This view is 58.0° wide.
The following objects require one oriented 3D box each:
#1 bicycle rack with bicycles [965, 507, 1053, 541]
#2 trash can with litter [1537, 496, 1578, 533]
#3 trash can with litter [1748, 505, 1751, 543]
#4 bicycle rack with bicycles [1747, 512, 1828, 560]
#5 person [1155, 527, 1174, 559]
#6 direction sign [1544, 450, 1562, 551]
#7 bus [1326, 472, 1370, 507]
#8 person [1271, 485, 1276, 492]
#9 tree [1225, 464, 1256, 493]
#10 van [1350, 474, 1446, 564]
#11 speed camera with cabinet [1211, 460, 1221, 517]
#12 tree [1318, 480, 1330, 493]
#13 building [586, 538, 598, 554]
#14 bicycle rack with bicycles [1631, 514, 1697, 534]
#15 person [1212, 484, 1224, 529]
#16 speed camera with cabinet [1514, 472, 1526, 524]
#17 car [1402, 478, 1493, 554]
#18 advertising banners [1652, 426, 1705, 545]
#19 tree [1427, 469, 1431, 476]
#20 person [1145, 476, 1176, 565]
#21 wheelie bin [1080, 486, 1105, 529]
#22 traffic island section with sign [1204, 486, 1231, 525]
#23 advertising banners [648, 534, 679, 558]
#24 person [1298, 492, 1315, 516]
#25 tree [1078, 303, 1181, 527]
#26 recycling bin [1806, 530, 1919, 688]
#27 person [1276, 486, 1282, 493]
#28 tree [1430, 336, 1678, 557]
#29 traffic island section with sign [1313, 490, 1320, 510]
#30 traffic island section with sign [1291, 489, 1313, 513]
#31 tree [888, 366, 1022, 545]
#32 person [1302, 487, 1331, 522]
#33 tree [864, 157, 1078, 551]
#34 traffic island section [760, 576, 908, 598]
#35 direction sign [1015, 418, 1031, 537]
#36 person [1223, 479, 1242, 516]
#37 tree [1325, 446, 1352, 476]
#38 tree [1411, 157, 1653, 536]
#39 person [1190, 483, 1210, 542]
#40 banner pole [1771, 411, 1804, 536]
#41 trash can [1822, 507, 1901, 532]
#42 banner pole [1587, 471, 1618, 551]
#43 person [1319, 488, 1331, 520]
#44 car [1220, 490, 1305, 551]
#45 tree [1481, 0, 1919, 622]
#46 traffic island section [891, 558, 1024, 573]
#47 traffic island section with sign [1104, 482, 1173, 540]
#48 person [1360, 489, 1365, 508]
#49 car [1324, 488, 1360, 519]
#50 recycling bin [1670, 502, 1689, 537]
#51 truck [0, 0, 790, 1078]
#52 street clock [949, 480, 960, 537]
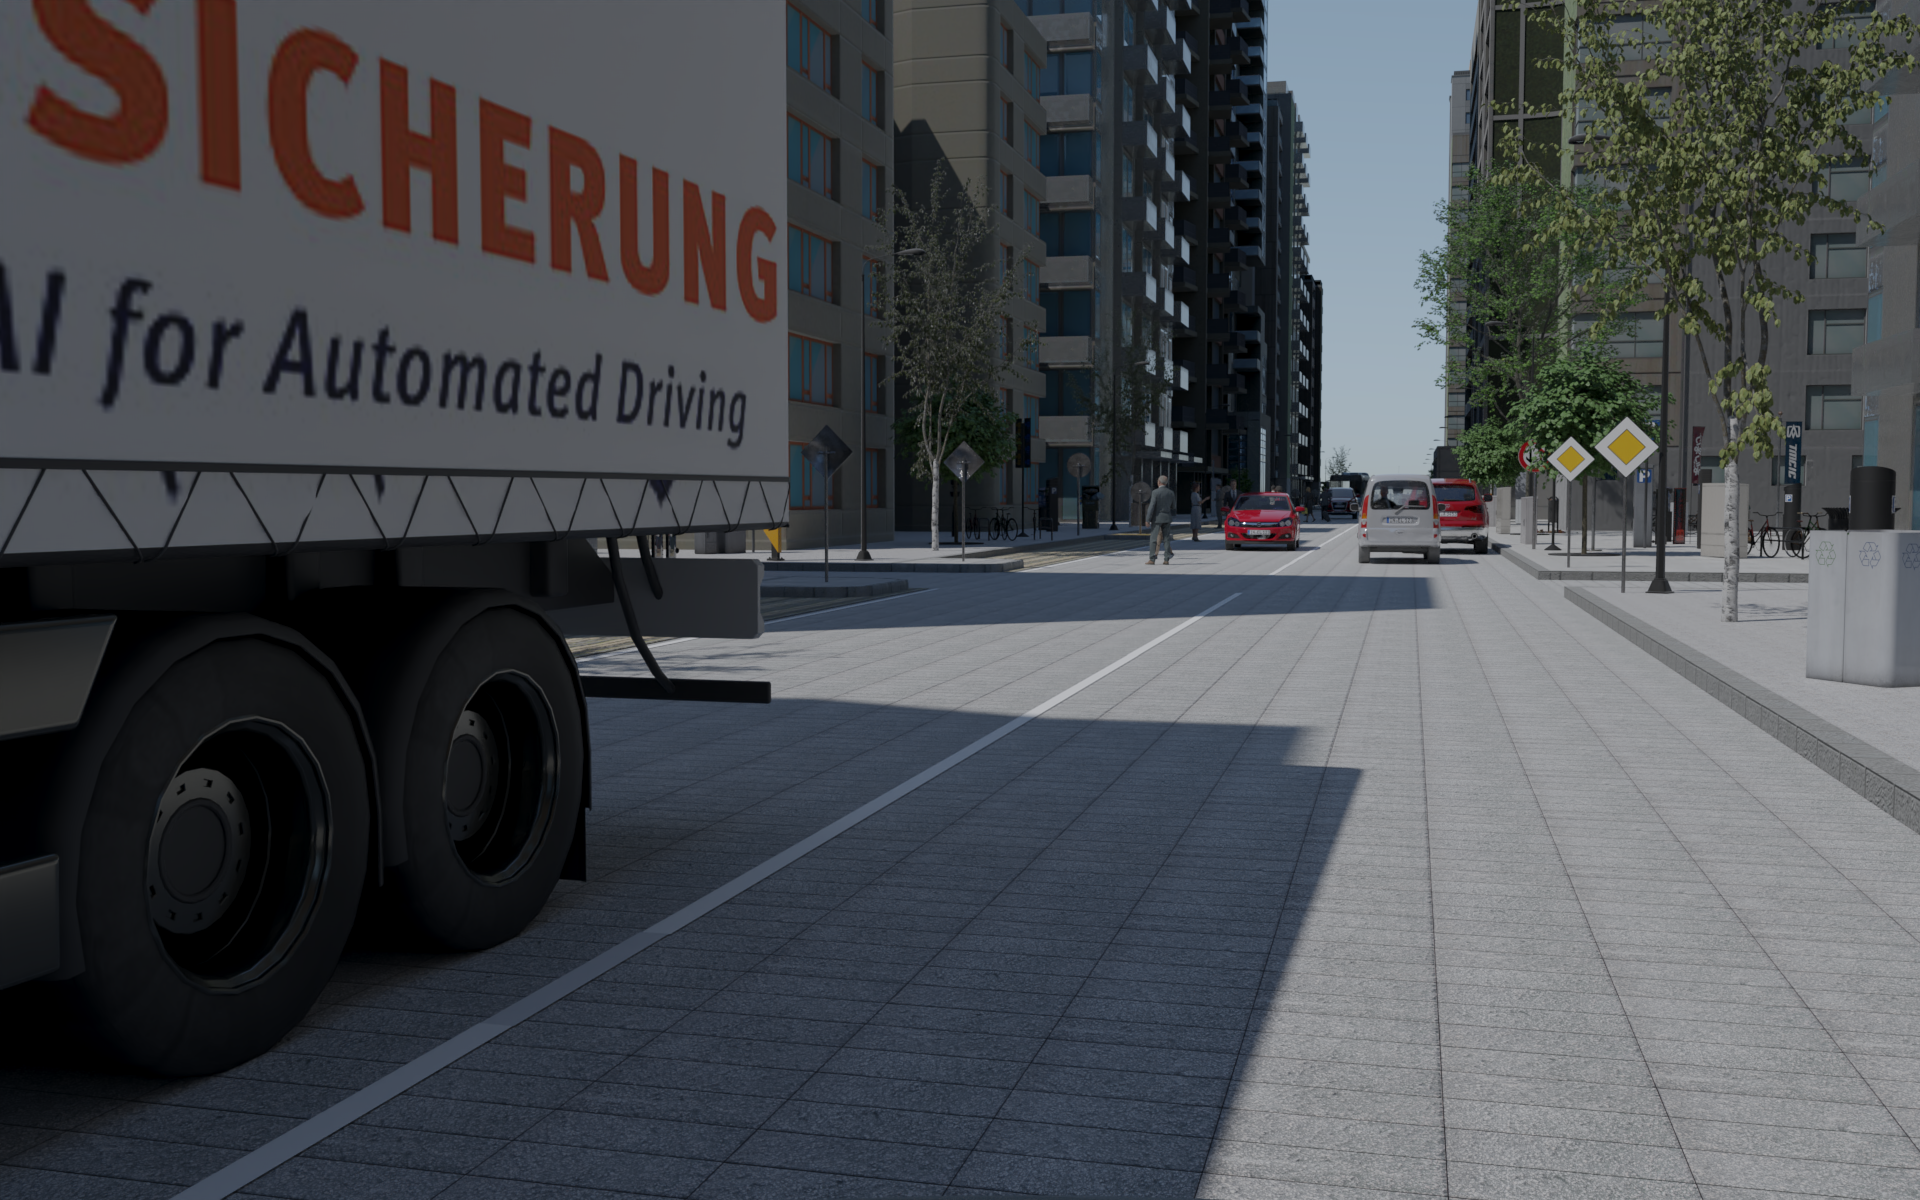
[{"bbox_3d":[1.438,-2.144,48.444,2.852,0.926,2.925,0,4,-7],"label":"bicycle rack with bicycles"},{"bbox_3d":[19.497,-2.828,57.298,1.678,1.210,2.233,-1,4,-15],"label":"trash can with litter"},{"bbox_3d":[20.731,-2.105,45.811,0.624,1.170,1.055,0,4,2],"label":"trash can with litter"},{"bbox_3d":[17.207,-1.293,34.524,2.852,0.926,2.925,0,4,1],"label":"bicycle rack with bicycles"},{"bbox_3d":[4.478,-1.549,38.104,0.640,1.303,0.475,-3,5,-39],"label":"person"},{"bbox_3d":[13.500,-2.895,39.330,0.379,3.537,0.876,-1,4,-11],"label":"direction sign"},{"bbox_3d":[32.081,-9.020,142.334,2.948,3.499,13.247,1,4,16],"label":"bus"},{"bbox_3d":[13.516,-4.019,74.389,0.511,1.800,0.466,3,5,42],"label":"person"},{"bbox_3d":[18.962,-7.392,115.462,1.663,3.219,1.824,0,3,0],"label":"tree"},{"bbox_3d":[9.353,-1.832,36.967,2.013,2.044,4.112,1,4,13],"label":"van"},{"bbox_3d":[14.778,-6.451,99.817,0.660,3.252,2.038,1,4,8],"label":"speed camera with cabinet"},{"bbox_3d":[48.443,-14.307,228.523,1.663,3.219,1.824,0,3,0],"label":"tree"},{"bbox_3d":[-14.714,-10.210,21.688,16.860,20.320,10.420,1,4,15],"label":"building"},{"bbox_3d":[22.733,-2.527,54.696,2.925,0.926,2.852,0,4,6],"label":"bicycle rack with bicycles"},{"bbox_3d":[10.656,-3.875,71.658,0.447,1.846,0.655,1,4,18],"label":"person"},{"bbox_3d":[24.069,-4.876,74.059,0.660,3.252,2.038,1,4,20],"label":"speed camera with cabinet"},{"bbox_3d":[12.077,-2.106,43.112,2.281,1.827,5.304,1,4,16],"label":"car"},{"bbox_3d":[18.400,-2.942,44.288,2.074,3.025,0.090,-2,4,-33],"label":"advertising banners"},{"bbox_3d":[21.861,-5.360,71.355,4.285,4.588,4.351,0,3,0],"label":"tree"},{"bbox_3d":[4.041,-1.619,35.146,0.661,1.801,0.590,-2,4,-24],"label":"person"},{"bbox_3d":[4.854,-3.432,64.022,0.980,1.594,0.693,0,4,7],"label":"wheelie bin"},{"bbox_3d":[12.469,-4.412,80.761,1.989,1.847,2.006,1,4,15],"label":"traffic island section with sign"},{"bbox_3d":[-4.044,-1.648,23.129,0.090,3.025,2.074,0,4,4],"label":"advertising banners"},{"bbox_3d":[22.921,-6.478,114.425,0.705,1.824,1.348,-3,5,-44],"label":"person"},{"bbox_3d":[6.388,-7.116,66.704,4.360,8.622,3.978,0,3,0],"label":"tree"},{"bbox_3d":[6.345,0.043,11.859,0.722,1.027,0.722,-1,4,-19],"label":"recycling bin"},{"bbox_3d":[11.326,-3.162,61.042,0.643,1.720,0.563,3,4,38],"label":"person"},{"bbox_3d":[13.026,-3.210,36.203,4.285,4.588,4.351,0,3,0],"label":"tree"},{"bbox_3d":[31.934,-8.998,155.741,1.989,1.847,2.006,1,4,15],"label":"traffic island section with sign"},{"bbox_3d":[25.169,-7.402,129.645,1.989,1.847,2.006,1,4,15],"label":"traffic island section with sign"},{"bbox_3d":[-0.135,-3.714,44.435,4.285,4.588,4.351,0,3,0],"label":"tree"},{"bbox_3d":[18.150,-4.865,88.260,1.509,1.804,0.699,0,4,-1],"label":"person"},{"bbox_3d":[-0.368,-5.423,39.036,4.360,8.622,3.978,0,3,0],"label":"tree"},{"bbox_3d":[-1.964,-0.180,25.226,2.009,0.180,2.903,1,4,15],"label":"traffic island section"},{"bbox_3d":[1.884,-3.657,51.793,0.379,3.537,0.876,-2,4,-28],"label":"direction sign"},{"bbox_3d":[7.710,-2.465,48.576,0.659,1.850,0.755,0,4,5],"label":"person"},{"bbox_3d":[56.530,-18.858,258.693,4.737,8.622,4.395,0,3,0],"label":"tree"},{"bbox_3d":[17.706,-7.839,53.928,9.928,11.665,9.643,0,3,0],"label":"tree"},{"bbox_3d":[7.199,-2.635,52.146,0.524,1.755,0.480,-1,4,-16],"label":"person"},{"bbox_3d":[25.061,-3.821,52.488,0.863,3.779,0.401,1,4,9],"label":"banner pole"},{"bbox_3d":[9.513,-0.408,18.320,0.748,1.137,0.748,0,3,0],"label":"trash can"},{"bbox_3d":[14.481,-2.995,38.992,0.863,3.779,0.401,-1,4,-19],"label":"banner pole"},{"bbox_3d":[19.991,-5.260,94.892,0.661,1.777,0.834,1,4,10],"label":"person"},{"bbox_3d":[7.913,-2.209,45.149,2.155,1.783,4.494,1,4,13],"label":"car"},{"bbox_3d":[7.493,-4.083,17.112,4.737,8.622,4.395,0,3,0],"label":"tree"},{"bbox_3d":[0.043,-0.653,32.956,2.009,0.180,2.903,1,4,15],"label":"traffic island section"},{"bbox_3d":[5.691,-2.816,54.669,1.989,1.847,2.006,1,4,15],"label":"traffic island section with sign"},{"bbox_3d":[21.202,-4.961,90.610,0.512,1.701,0.522,1,4,18],"label":"person"},{"bbox_3d":[22.133,-5.640,100.889,2.281,1.827,5.304,1,4,13],"label":"car"},{"bbox_3d":[21.473,-2.420,52.114,0.722,1.027,0.722,2,4,32],"label":"recycling bin"},{"bbox_3d":[-3.465,-0.835,2.559,2.839,4.237,11.283,1,4,16],"label":"truck"},{"bbox_3d":[-0.153,-2.894,51.890,0.358,2.002,0.471,0,4,-6],"label":"street clock"}]
